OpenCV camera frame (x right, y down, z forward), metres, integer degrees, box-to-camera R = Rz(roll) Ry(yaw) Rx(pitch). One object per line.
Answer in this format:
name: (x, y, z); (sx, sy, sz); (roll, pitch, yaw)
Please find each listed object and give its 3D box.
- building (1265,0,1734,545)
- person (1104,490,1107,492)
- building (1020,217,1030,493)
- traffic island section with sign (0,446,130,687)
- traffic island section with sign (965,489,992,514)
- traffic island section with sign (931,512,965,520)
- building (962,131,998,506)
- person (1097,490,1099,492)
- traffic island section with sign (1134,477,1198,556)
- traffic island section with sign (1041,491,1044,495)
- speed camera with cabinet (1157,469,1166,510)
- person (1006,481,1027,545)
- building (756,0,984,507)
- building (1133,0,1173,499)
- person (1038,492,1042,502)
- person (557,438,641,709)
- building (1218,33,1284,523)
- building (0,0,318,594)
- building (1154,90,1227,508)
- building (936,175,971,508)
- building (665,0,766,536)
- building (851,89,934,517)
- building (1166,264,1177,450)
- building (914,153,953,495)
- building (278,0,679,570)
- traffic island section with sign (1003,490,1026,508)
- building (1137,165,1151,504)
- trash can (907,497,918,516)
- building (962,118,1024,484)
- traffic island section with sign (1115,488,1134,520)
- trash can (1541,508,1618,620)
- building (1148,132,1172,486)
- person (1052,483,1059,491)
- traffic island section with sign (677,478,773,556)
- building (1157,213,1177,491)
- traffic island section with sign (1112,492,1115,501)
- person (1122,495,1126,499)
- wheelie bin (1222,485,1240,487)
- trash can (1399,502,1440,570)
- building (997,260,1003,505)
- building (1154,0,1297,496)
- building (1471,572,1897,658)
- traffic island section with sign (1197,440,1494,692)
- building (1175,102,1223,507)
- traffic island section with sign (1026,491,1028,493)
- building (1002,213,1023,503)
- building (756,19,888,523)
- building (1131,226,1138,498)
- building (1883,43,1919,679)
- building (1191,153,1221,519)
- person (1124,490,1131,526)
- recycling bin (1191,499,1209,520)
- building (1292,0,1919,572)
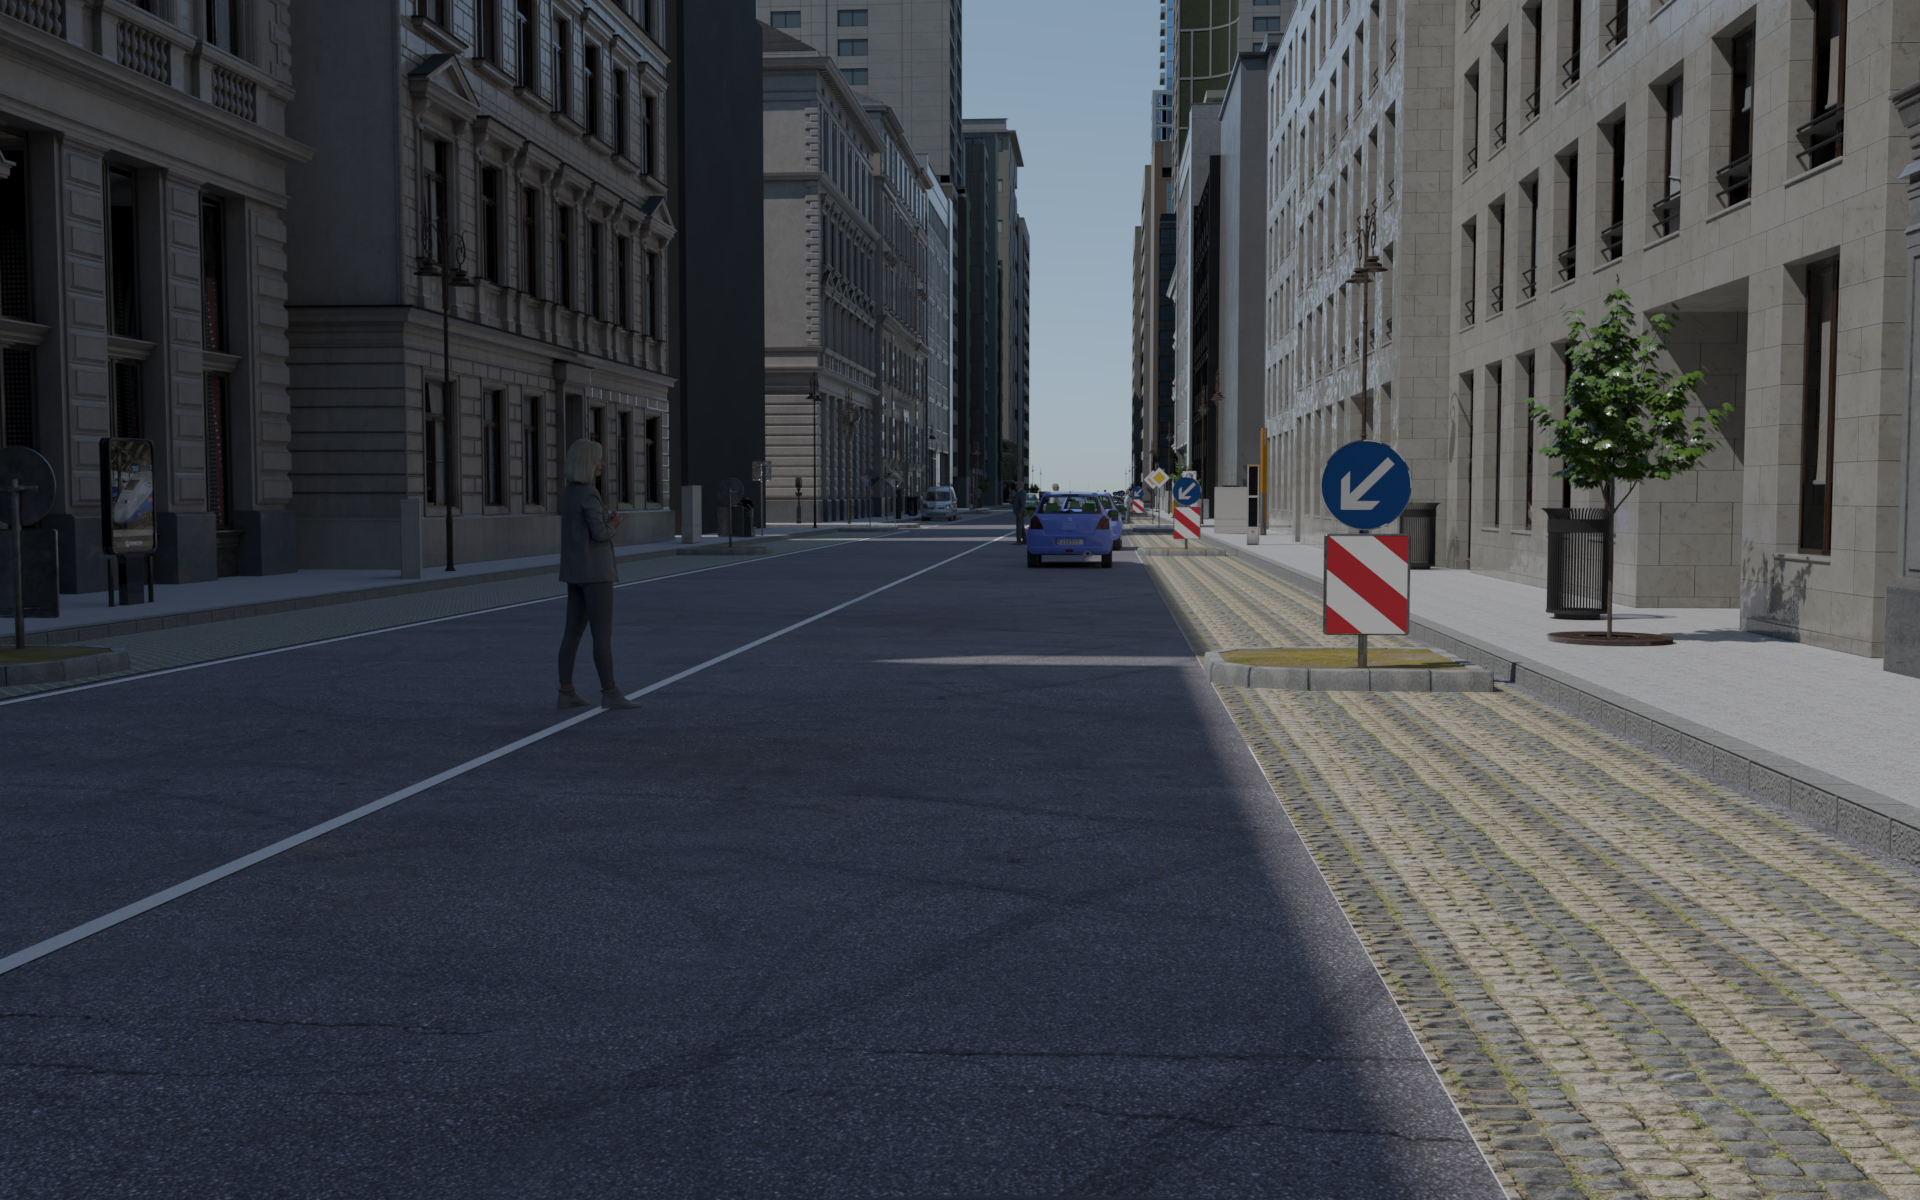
building: (15.672, -12.209, 54.368); (10.420, 20.320, 16.860); (0, 4, 5)
person: (12.810, -8.814, 152.606); (0.705, 1.824, 1.348); (-1, 4, -16)
building: (0.416, -40.541, 286.548); (21.300, 48.544, 21.600); (0, 4, 5)
traffic island section with sign: (-7.758, -0.305, 13.613); (1.989, 1.847, 2.006); (0, 4, 5)
traffic island section with sign: (1.277, -7.035, 123.653); (1.989, 1.847, 2.006); (0, 4, 5)
traffic island section with sign: (-0.911, -5.392, 96.786); (1.989, 1.847, 2.006); (0, 4, 5)
building: (-3.211, -31.016, 190.707); (14.154, 41.232, 14.086); (0, 4, 5)
person: (14.891, -10.966, 187.654); (0.709, 1.838, 0.599); (2, 4, 23)
traffic island section with sign: (5.163, -1.952, 40.543); (1.989, 1.847, 2.006); (0, 4, 5)
traffic island section with sign: (14.387, -16.773, 282.860); (1.989, 1.847, 2.006); (0, 4, 5)
speed camera with cabinet: (16.036, -8.719, 136.889); (0.660, 3.252, 2.038); (1, 4, 18)
person: (1.622, -2.463, 48.947); (0.590, 1.801, 0.661); (0, 4, -8)
building: (-8.127, -44.928, 172.821); (20.563, 71.187, 20.611); (0, 4, 5)
building: (38.316, -58.320, 266.201); (22.319, 86.520, 31.000); (0, 4, 5)
person: (11.683, -14.835, 251.856); (0.445, 1.727, 0.742); (3, 4, 37)
person: (-2.463, -0.183, 11.670); (0.526, 1.800, 0.537); (-1, 4, -23)
building: (27.351, -15.896, 78.969); (30.058, 24.678, 14.314); (0, 4, 5)
building: (-16.319, -11.611, 18.713); (11.050, 23.489, 19.941); (0, 4, 5)
building: (34.253, -28.568, 158.971); (32.217, 40.220, 23.993); (0, 4, 5)
building: (-6.579, -23.538, 156.552); (14.160, 30.474, 14.107); (0, 4, 5)
building: (-15.723, -14.047, 59.340); (15.834, 23.373, 12.332); (0, 4, 5)
building: (-8.968, -18.988, 107.713); (12.463, 27.353, 25.104); (0, 4, 5)
building: (22.380, -18.337, 135.973); (11.583, 22.565, 21.152); (0, 4, 5)
building: (-7.420, -19.130, 130.794); (12.078, 24.808, 19.932); (0, 4, 5)
building: (-13.240, -10.618, 38.237); (10.561, 19.102, 19.286); (0, 4, 5)
traffic island section with sign: (5.329, -10.042, 172.817); (1.989, 1.847, 2.006); (0, 4, 5)
building: (36.080, -37.768, 241.205); (21.300, 48.544, 21.600); (0, 4, 5)
trash can: (-2.772, -5.465, 101.002); (0.748, 1.137, 0.748); (0, 3, 0)
building: (-5.751, -40.272, 247.683); (28.713, 52.752, 27.495); (0, 4, 5)
traffic island section with sign: (9.650, -5.290, 95.114); (1.989, 1.847, 2.006); (0, 4, 5)
trash can: (6.357, -0.377, 17.812); (0.748, 1.137, 0.748); (0, 3, 0)
building: (30.670, -34.506, 214.284); (14.600, 45.320, 14.200); (0, 4, 5)
person: (2.862, -2.697, 53.086); (0.515, 1.767, 0.782); (0, 4, 5)
traffic island section with sign: (-5.499, -1.983, 41.053); (1.989, 1.847, 2.006); (0, 4, 5)
building: (27.495, -24.946, 179.576); (14.160, 30.474, 14.107); (0, 4, 5)
traffic island section with sign: (11.866, -6.933, 121.979); (1.989, 1.847, 2.006); (0, 4, 5)
person: (16.197, -9.751, 168.641); (0.721, 1.743, 1.217); (-2, 4, -33)
wheelie bin: (9.680, -3.292, 61.729); (0.980, 1.594, 0.693); (-1, 4, -12)
trash can: (7.788, -1.091, 29.488); (0.748, 1.137, 0.748); (0, 3, 0)
building: (-2.294, -26.561, 205.977); (14.160, 30.474, 14.107); (0, 4, 5)
building: (32.344, -46.310, 195.424); (20.563, 71.187, 20.611); (0, 4, 5)
building: (12.967, -10.157, 20.819); (10.420, 20.320, 16.860); (0, 4, 5)
traffic island section with sign: (2.922, -0.294, 13.438); (1.989, 1.847, 2.006); (0, 4, 5)
building: (20.750, -18.132, 114.483); (12.078, 24.808, 19.932); (0, 4, 5)
traffic island section with sign: (7.561, -11.701, 199.938); (1.989, 1.847, 2.006); (0, 4, 5)
building: (2.478, -37.822, 268.500); (14.600, 45.320, 14.200); (0, 4, 5)
building: (-10.252, -15.688, 85.379); (11.050, 23.489, 19.941); (0, 4, 5)
building: (40.074, -40.982, 293.749); (21.300, 48.544, 21.600); (0, 4, 5)
building: (10.640, -9.390, 2.678); (9.793, 20.994, 18.267); (0, 4, 5)
building: (19.521, -16.296, 96.123); (12.332, 23.373, 15.834); (0, 4, 5)
person: (7.481, -4.088, 77.148); (0.330, 1.601, 0.589); (2, 4, 24)
recycling bin: (12.106, -4.582, 87.476); (0.722, 1.027, 0.722); (-1, 4, -16)
building: (13.503, -11.187, 37.660); (10.420, 20.320, 16.860); (0, 4, 5)
